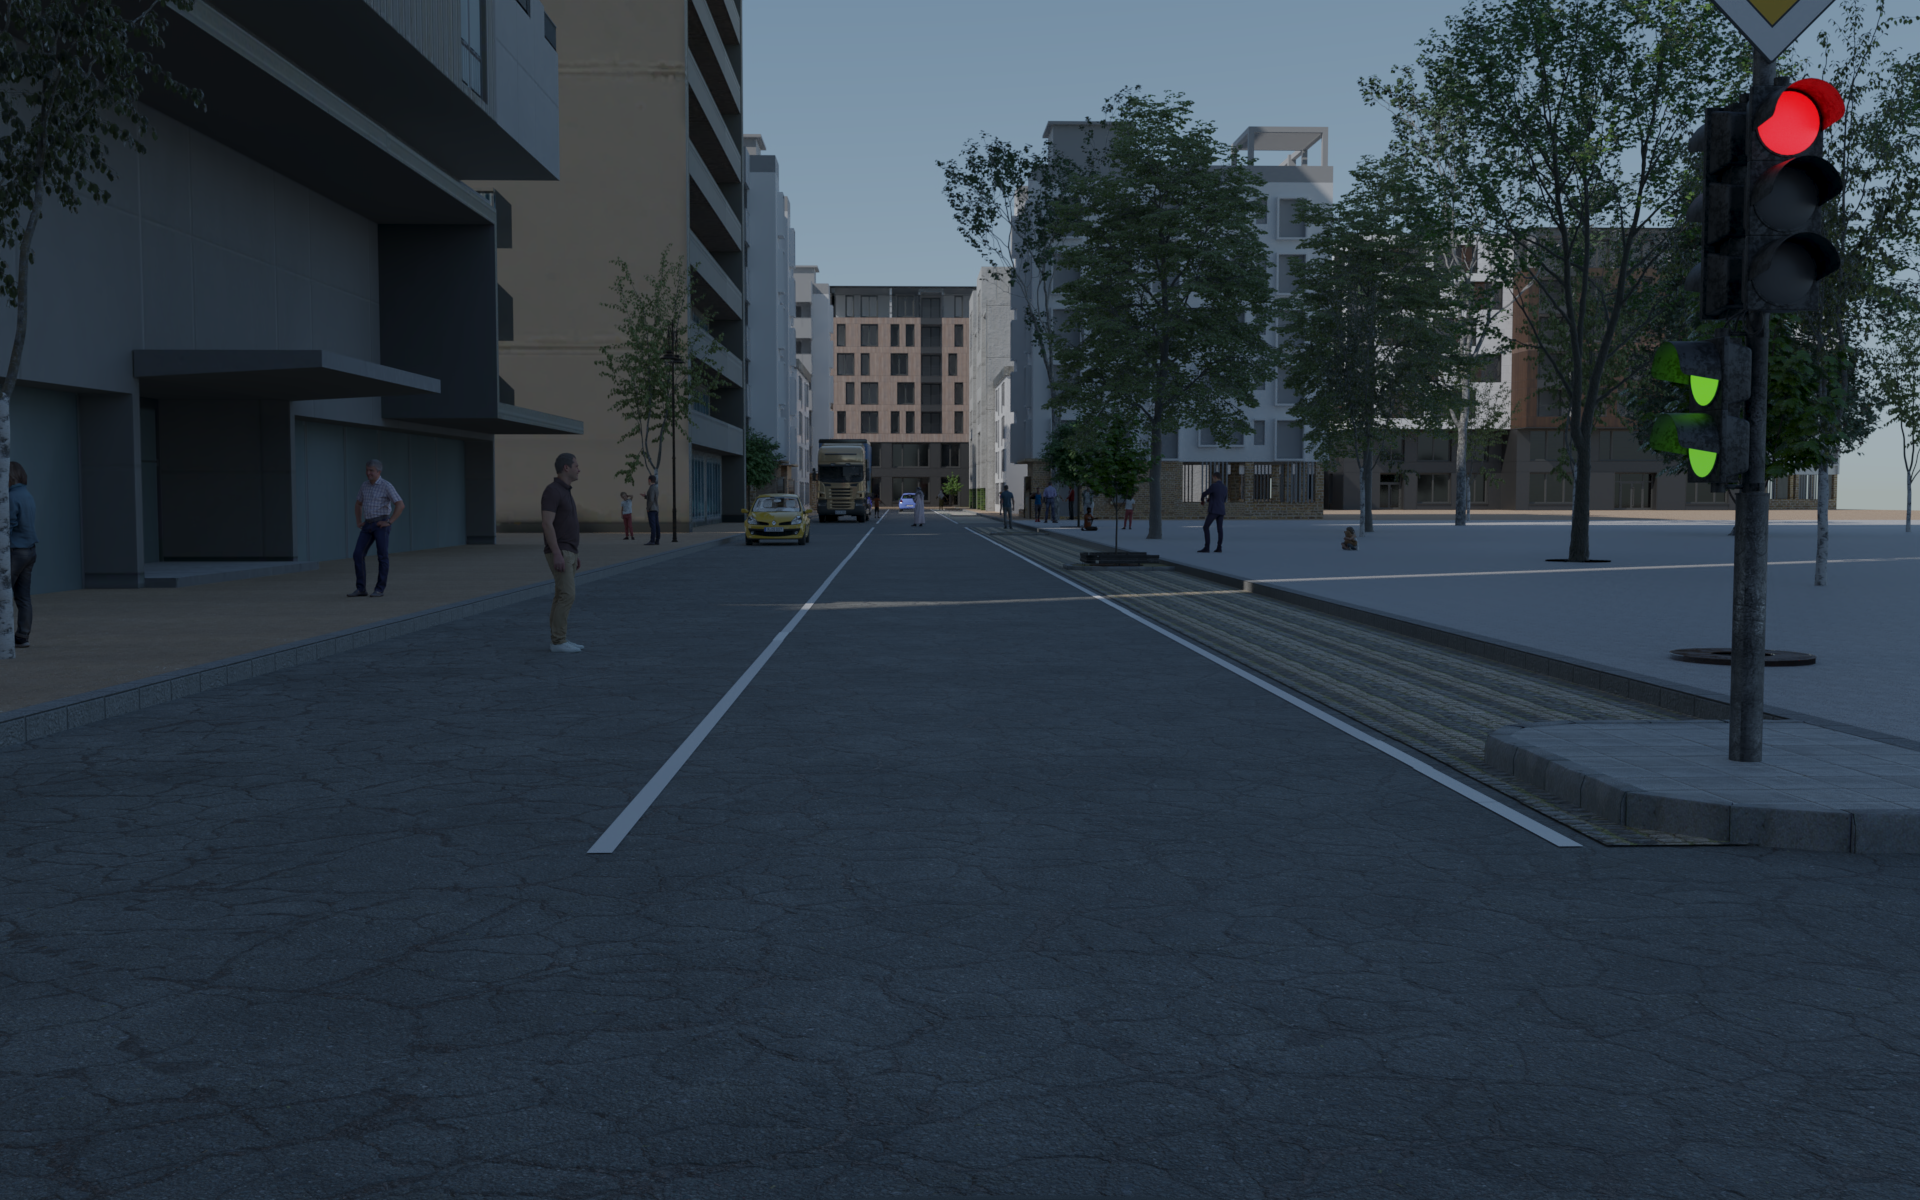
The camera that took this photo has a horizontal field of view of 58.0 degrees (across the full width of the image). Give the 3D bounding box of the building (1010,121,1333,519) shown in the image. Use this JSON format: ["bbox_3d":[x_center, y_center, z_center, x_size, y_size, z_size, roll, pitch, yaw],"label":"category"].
[{"bbox_3d":[10.859,-14.528,93.951,16.016,20.091,11.380,0,4,-2],"label":"building"}]

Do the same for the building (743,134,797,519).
[{"bbox_3d":[-16.952,-14.225,89.005,16.016,20.091,11.380,0,4,-2],"label":"building"}]

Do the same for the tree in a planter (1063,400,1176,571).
[{"bbox_3d":[2.986,-2.184,32.925,1.991,3.239,1.994,0,4,-2],"label":"tree in a planter"}]

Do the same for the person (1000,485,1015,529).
[{"bbox_3d":[1.941,-3.820,71.089,0.598,1.807,0.434,0,4,3],"label":"person"}]

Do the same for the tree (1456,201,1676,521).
[{"bbox_3d":[16.078,-5.758,44.506,4.737,8.622,4.395,0,3,0],"label":"tree"}]

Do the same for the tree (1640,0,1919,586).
[{"bbox_3d":[11.843,-4.509,24.077,4.360,8.622,3.978,0,3,0],"label":"tree"}]

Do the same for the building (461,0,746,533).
[{"bbox_3d":[-19.948,-27.048,65.936,21.300,48.544,21.600,0,4,-2],"label":"building"}]

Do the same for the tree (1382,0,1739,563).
[{"bbox_3d":[11.672,-6.509,32.182,9.928,11.665,9.643,0,3,0],"label":"tree"}]

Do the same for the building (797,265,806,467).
[{"bbox_3d":[-17.527,-14.945,100.777,16.016,20.091,11.380,0,4,-2],"label":"building"}]

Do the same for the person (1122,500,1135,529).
[{"bbox_3d":[6.104,-3.235,62.852,0.435,1.345,0.340,-1,4,-12],"label":"person"}]

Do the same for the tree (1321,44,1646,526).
[{"bbox_3d":[21.360,-13.160,71.049,12.611,20.169,13.585,0,3,0],"label":"tree"}]

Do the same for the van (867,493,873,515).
[{"bbox_3d":[-7.023,-6.979,118.489,2.240,2.365,5.245,0,4,-2],"label":"van"}]

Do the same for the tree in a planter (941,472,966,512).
[{"bbox_3d":[-0.547,-8.588,137.638,1.991,3.239,1.994,0,4,-2],"label":"tree in a planter"}]

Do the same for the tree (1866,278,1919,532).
[{"bbox_3d":[32.141,-6.594,58.171,4.737,8.622,4.395,0,3,0],"label":"tree"}]

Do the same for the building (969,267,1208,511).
[{"bbox_3d":[9.749,-16.944,143.500,16.747,18.905,31.486,0,4,-2],"label":"building"}]

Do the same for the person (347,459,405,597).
[{"bbox_3d":[-7.311,-0.892,21.565,0.756,1.711,0.436,2,4,32],"label":"person"}]

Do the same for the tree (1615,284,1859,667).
[{"bbox_3d":[5.898,-1.143,13.284,1.663,3.219,1.824,0,3,0],"label":"tree"}]

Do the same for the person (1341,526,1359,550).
[{"bbox_3d":[8.905,-1.406,39.503,0.357,0.543,0.381,-1,4,-19],"label":"person"}]

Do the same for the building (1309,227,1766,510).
[{"bbox_3d":[46.572,-18.518,146.744,32.646,21.610,27.936,0,4,-2],"label":"building"}]

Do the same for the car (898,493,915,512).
[{"bbox_3d":[-4.035,-7.969,139.885,1.945,1.707,3.694,0,4,0],"label":"car"}]

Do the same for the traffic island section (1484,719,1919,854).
[{"bbox_3d":[3.808,0.852,8.353,2.009,0.180,2.903,0,4,-2],"label":"traffic island section"}]

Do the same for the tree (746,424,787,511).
[{"bbox_3d":[-9.890,-6.009,81.954,4.285,4.588,4.351,0,3,0],"label":"tree"}]

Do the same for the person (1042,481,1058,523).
[{"bbox_3d":[4.010,-4.330,76.702,0.709,1.838,0.599,1,4,10],"label":"person"}]

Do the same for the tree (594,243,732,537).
[{"bbox_3d":[-9.032,-6.201,51.750,4.737,8.622,4.395,0,3,0],"label":"tree"}]

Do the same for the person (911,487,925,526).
[{"bbox_3d":[-1.839,-4.139,76.843,0.621,1.740,0.551,2,4,25],"label":"person"}]

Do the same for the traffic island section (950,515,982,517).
[{"bbox_3d":[0.368,-5.369,110.654,1.991,0.108,1.994,0,4,-2],"label":"traffic island section"}]

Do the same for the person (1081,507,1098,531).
[{"bbox_3d":[4.582,-2.814,60.337,0.655,0.850,0.859,3,4,37],"label":"person"}]

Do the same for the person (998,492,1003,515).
[{"bbox_3d":[2.553,-5.870,105.238,0.599,1.433,0.991,0,4,-1],"label":"person"}]

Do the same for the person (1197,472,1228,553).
[{"bbox_3d":[5.517,-1.931,38.061,0.683,1.767,0.568,-3,4,-38],"label":"person"}]

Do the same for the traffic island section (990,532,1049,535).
[{"bbox_3d":[2.043,-2.303,60.512,1.991,0.108,1.994,0,4,-2],"label":"traffic island section"}]

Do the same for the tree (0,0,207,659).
[{"bbox_3d":[-7.638,-3.856,13.410,4.360,8.622,3.978,0,3,0],"label":"tree"}]

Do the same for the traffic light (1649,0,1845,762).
[{"bbox_3d":[3.768,-1.181,8.238,0.839,4.253,0.868,0,4,-2],"label":"traffic light"}]

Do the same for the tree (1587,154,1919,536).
[{"bbox_3d":[24.318,-8.339,53.355,9.611,12.733,9.660,0,3,0],"label":"tree"}]

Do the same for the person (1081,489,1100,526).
[{"bbox_3d":[5.189,-3.851,69.725,0.841,1.734,0.376,3,5,39],"label":"person"}]

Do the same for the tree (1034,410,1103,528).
[{"bbox_3d":[4.488,-5.063,66.491,4.285,4.588,4.351,0,3,0],"label":"tree"}]

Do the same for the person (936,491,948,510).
[{"bbox_3d":[-1.610,-8.740,152.122,1.217,1.736,0.721,2,4,31],"label":"person"}]

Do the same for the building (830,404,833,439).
[{"bbox_3d":[-25.531,-13.002,154.737,28.070,9.664,9.099,0,4,-2],"label":"building"}]

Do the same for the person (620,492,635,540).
[{"bbox_3d":[-9.333,-2.367,48.648,0.435,1.345,0.340,0,4,3],"label":"person"}]

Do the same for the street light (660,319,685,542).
[{"bbox_3d":[-7.611,-4.479,46.026,0.468,5.910,1.993,0,4,-2],"label":"street light"}]

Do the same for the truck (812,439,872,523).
[{"bbox_3d":[-5.987,-6.197,90.233,2.839,4.237,11.283,0,4,-1],"label":"truck"}]

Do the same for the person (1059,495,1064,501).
[{"bbox_3d":[4.801,-4.973,87.296,0.705,1.831,1.348,-2,4,-29],"label":"person"}]

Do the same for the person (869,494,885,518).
[{"bbox_3d":[-4.941,-5.586,103.087,1.065,1.426,0.557,1,4,22],"label":"person"}]

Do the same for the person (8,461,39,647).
[{"bbox_3d":[-7.905,-0.376,14.410,0.429,1.552,0.499,1,4,19],"label":"person"}]

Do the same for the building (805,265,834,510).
[{"bbox_3d":[-18.281,-17.409,141.059,16.016,20.091,11.380,0,4,-2],"label":"building"}]

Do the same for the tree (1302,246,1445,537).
[{"bbox_3d":[12.016,-6.168,51.217,4.360,8.622,3.978,0,3,0],"label":"tree"}]

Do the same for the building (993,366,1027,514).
[{"bbox_3d":[7.453,-10.502,113.856,9.099,9.664,28.070,0,4,-2],"label":"building"}]

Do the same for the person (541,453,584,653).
[{"bbox_3d":[-3.599,-0.439,15.814,0.434,1.807,0.598,1,4,13],"label":"person"}]

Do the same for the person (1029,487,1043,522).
[{"bbox_3d":[3.503,-4.368,79.329,0.647,1.594,0.662,-1,4,-14],"label":"person"}]

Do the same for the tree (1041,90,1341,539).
[{"bbox_3d":[5.987,-8.026,49.352,7.486,12.596,7.792,0,3,0],"label":"tree"}]

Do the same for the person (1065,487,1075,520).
[{"bbox_3d":[5.443,-4.850,85.300,0.705,1.831,1.348,1,4,17],"label":"person"}]

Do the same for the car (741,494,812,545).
[{"bbox_3d":[-5.220,-2.414,49.694,2.015,1.641,3.980,0,4,-3],"label":"car"}]

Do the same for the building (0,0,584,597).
[{"bbox_3d":[-22.445,-26.868,28.525,28.713,52.752,27.495,0,4,-2],"label":"building"}]

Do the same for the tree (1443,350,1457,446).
[{"bbox_3d":[24.083,-8.022,81.519,4.737,8.622,4.395,0,3,0],"label":"tree"}]

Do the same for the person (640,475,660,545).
[{"bbox_3d":[-7.871,-2.263,43.575,0.750,1.759,0.617,2,4,24],"label":"person"}]

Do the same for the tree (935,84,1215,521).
[{"bbox_3d":[5.577,-13.716,80.147,12.611,20.169,13.585,0,3,0],"label":"tree"}]

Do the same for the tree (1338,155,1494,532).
[{"bbox_3d":[13.977,-8.559,58.065,7.486,12.596,7.792,0,3,0],"label":"tree"}]

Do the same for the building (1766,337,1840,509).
[{"bbox_3d":[69.128,-18.243,154.689,11.380,20.091,16.016,0,4,-2],"label":"building"}]

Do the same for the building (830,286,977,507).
[{"bbox_3d":[1.476,-20.608,180.911,32.646,21.610,27.936,0,4,-2],"label":"building"}]

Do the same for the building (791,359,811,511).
[{"bbox_3d":[-14.979,-10.957,121.295,9.099,9.664,28.070,0,4,-2],"label":"building"}]
